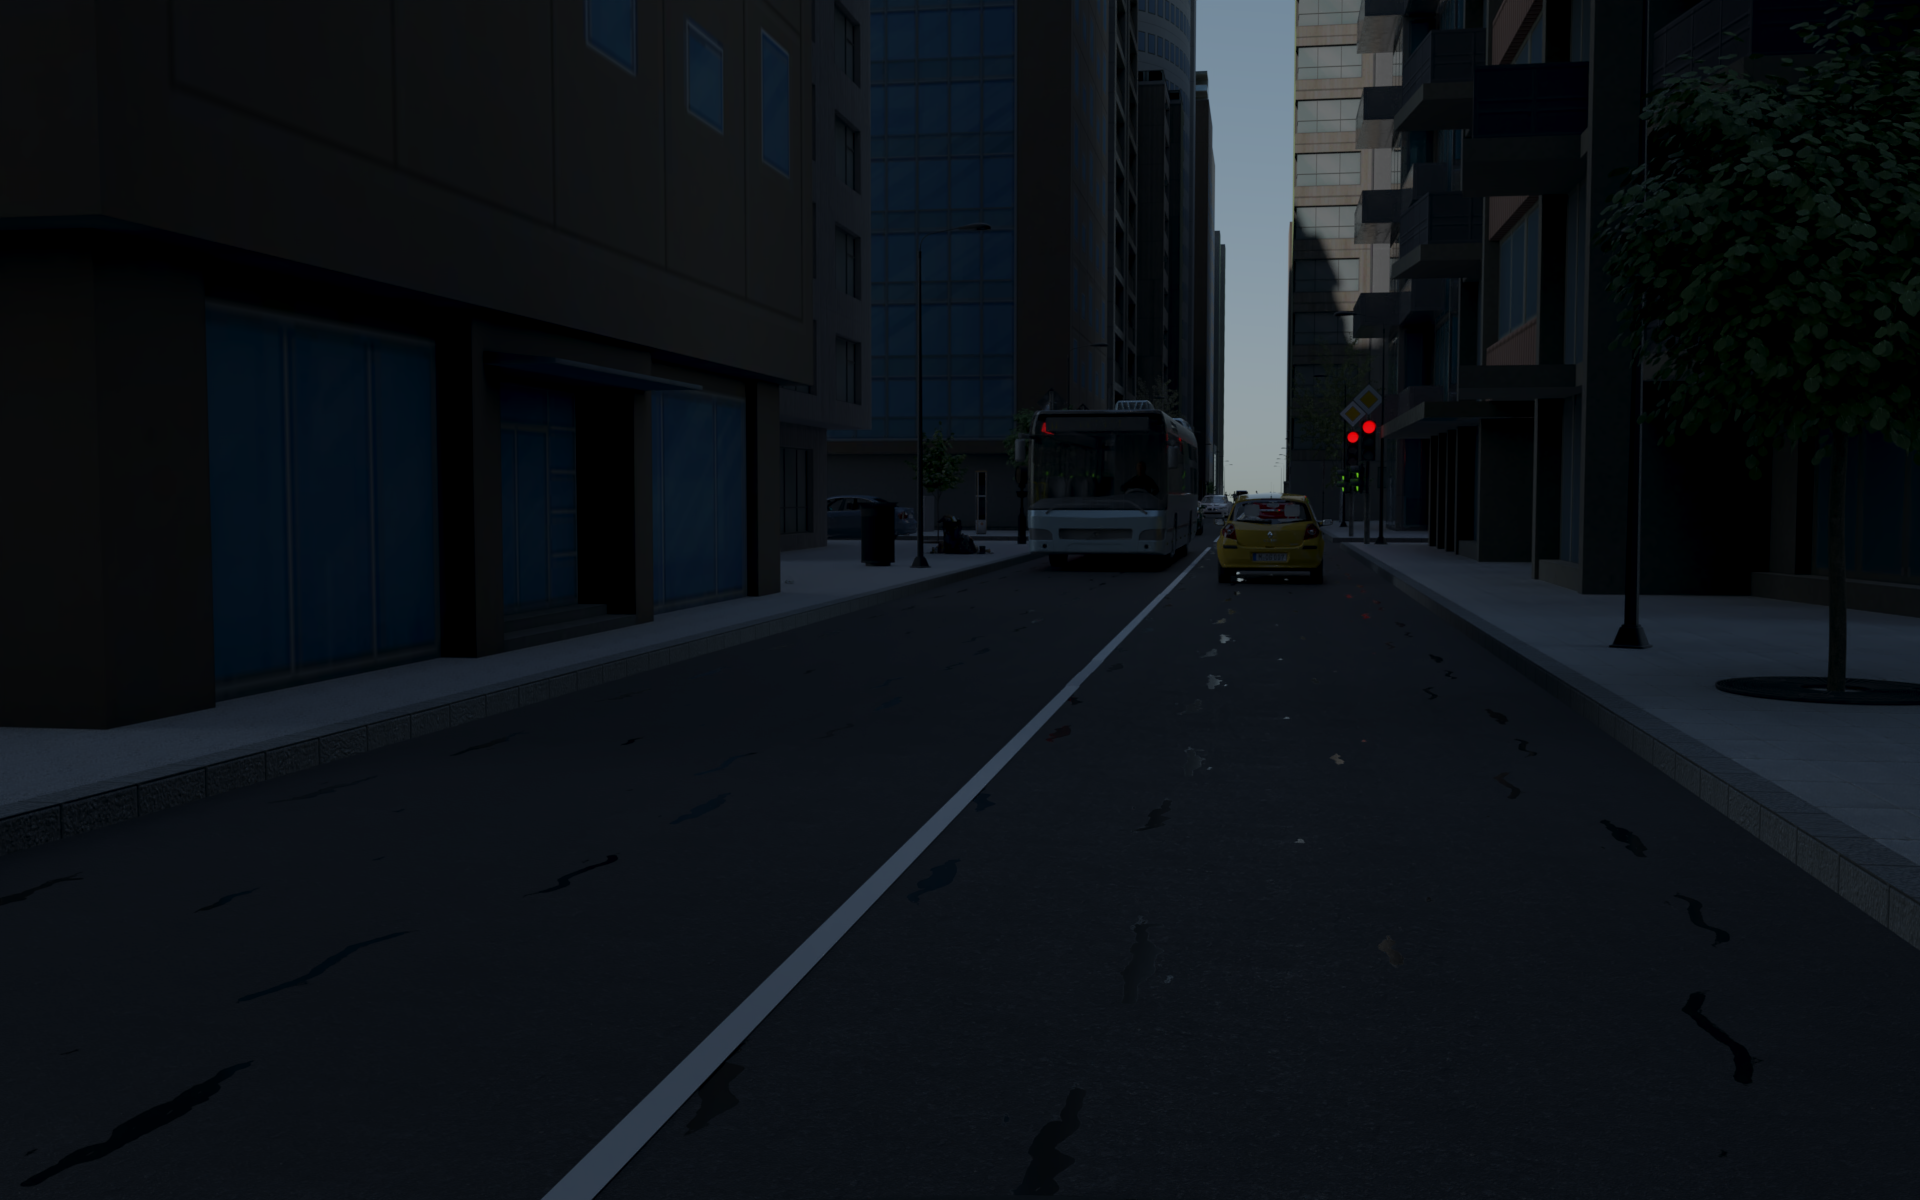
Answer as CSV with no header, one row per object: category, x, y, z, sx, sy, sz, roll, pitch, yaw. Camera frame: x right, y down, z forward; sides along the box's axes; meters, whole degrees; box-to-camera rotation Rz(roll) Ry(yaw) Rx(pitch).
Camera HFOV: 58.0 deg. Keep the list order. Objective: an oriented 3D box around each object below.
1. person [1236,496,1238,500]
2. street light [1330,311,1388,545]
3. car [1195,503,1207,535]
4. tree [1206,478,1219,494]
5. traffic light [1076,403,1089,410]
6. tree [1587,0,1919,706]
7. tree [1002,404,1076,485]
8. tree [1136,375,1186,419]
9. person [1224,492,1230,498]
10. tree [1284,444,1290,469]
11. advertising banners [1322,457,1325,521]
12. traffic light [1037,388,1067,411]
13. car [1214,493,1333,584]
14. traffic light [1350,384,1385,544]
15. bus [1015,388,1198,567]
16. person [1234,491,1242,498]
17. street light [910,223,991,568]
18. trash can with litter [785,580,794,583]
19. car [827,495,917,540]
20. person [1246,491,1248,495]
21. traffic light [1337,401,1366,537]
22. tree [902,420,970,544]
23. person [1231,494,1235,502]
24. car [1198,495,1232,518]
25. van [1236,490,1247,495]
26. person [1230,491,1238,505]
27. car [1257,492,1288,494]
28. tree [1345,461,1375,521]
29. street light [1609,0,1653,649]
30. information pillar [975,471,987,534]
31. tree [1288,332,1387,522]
person,36.798,-13.356,230.062,0.799,1.438,0.628,2,4,29
street light,10.206,-4.377,44.105,1.470,5.913,1.316,1,4,10
car,7.767,-3.067,61.943,2.131,1.459,4.920,1,4,9
tree,29.613,-12.787,203.665,1.663,3.219,1.824,0,3,0
traffic light,3.799,-3.954,53.564,0.839,4.253,0.868,1,4,10
tree,5.708,-1.677,11.133,4.285,4.588,4.351,0,3,0
tree,3.012,-4.498,57.253,4.285,4.588,4.351,0,3,0
tree,11.825,-9.550,106.509,4.360,8.622,3.978,0,3,0
person,31.152,-11.781,201.917,0.742,1.727,0.445,0,4,-4
tree,42.173,-16.168,214.709,4.360,8.622,3.978,0,3,0
advertising banners,15.787,-4.834,75.231,0.090,3.025,2.074,1,4,12
traffic light,2.425,-3.473,45.698,0.839,4.253,0.868,1,4,10
car,5.272,-1.163,29.234,2.015,1.641,3.980,1,4,11
traffic light,10.418,-3.389,44.323,0.839,4.253,0.868,1,4,10
bus,3.510,-2.586,37.147,2.948,3.499,13.247,1,4,10
person,34.905,-12.707,216.276,1.348,1.821,0.705,1,4,21
street light,-0.160,-3.509,29.920,1.470,5.913,1.316,1,4,10
trash can with litter,-3.496,-0.827,24.582,2.233,1.210,1.678,0,4,0
car,-3.510,-2.355,50.509,4.499,1.417,2.014,1,4,11
person,42.056,-14.975,253.276,0.705,1.831,1.348,3,4,38
traffic light,11.792,-3.870,52.189,0.839,4.253,0.868,1,4,10
tree,-0.525,-3.088,45.085,1.663,3.219,1.824,0,3,0
person,36.559,-13.443,231.489,0.799,1.438,0.628,-1,4,-19
car,15.372,-5.631,104.420,2.083,1.381,4.827,1,4,12
van,43.601,-16.141,268.291,2.240,2.365,5.245,1,4,8
person,35.515,-13.177,223.952,1.348,1.824,0.705,2,4,33
car,11.365,-3.305,63.080,2.155,1.783,4.494,1,4,8
tree,18.403,-5.319,81.561,1.663,3.219,1.824,0,3,0
street light,5.079,-2.561,14.406,1.470,5.913,1.316,1,4,10
information pillar,0.670,-3.095,55.101,0.304,2.012,0.304,-1,4,-11
tree,16.986,-7.813,78.106,4.737,8.622,4.395,0,3,0
